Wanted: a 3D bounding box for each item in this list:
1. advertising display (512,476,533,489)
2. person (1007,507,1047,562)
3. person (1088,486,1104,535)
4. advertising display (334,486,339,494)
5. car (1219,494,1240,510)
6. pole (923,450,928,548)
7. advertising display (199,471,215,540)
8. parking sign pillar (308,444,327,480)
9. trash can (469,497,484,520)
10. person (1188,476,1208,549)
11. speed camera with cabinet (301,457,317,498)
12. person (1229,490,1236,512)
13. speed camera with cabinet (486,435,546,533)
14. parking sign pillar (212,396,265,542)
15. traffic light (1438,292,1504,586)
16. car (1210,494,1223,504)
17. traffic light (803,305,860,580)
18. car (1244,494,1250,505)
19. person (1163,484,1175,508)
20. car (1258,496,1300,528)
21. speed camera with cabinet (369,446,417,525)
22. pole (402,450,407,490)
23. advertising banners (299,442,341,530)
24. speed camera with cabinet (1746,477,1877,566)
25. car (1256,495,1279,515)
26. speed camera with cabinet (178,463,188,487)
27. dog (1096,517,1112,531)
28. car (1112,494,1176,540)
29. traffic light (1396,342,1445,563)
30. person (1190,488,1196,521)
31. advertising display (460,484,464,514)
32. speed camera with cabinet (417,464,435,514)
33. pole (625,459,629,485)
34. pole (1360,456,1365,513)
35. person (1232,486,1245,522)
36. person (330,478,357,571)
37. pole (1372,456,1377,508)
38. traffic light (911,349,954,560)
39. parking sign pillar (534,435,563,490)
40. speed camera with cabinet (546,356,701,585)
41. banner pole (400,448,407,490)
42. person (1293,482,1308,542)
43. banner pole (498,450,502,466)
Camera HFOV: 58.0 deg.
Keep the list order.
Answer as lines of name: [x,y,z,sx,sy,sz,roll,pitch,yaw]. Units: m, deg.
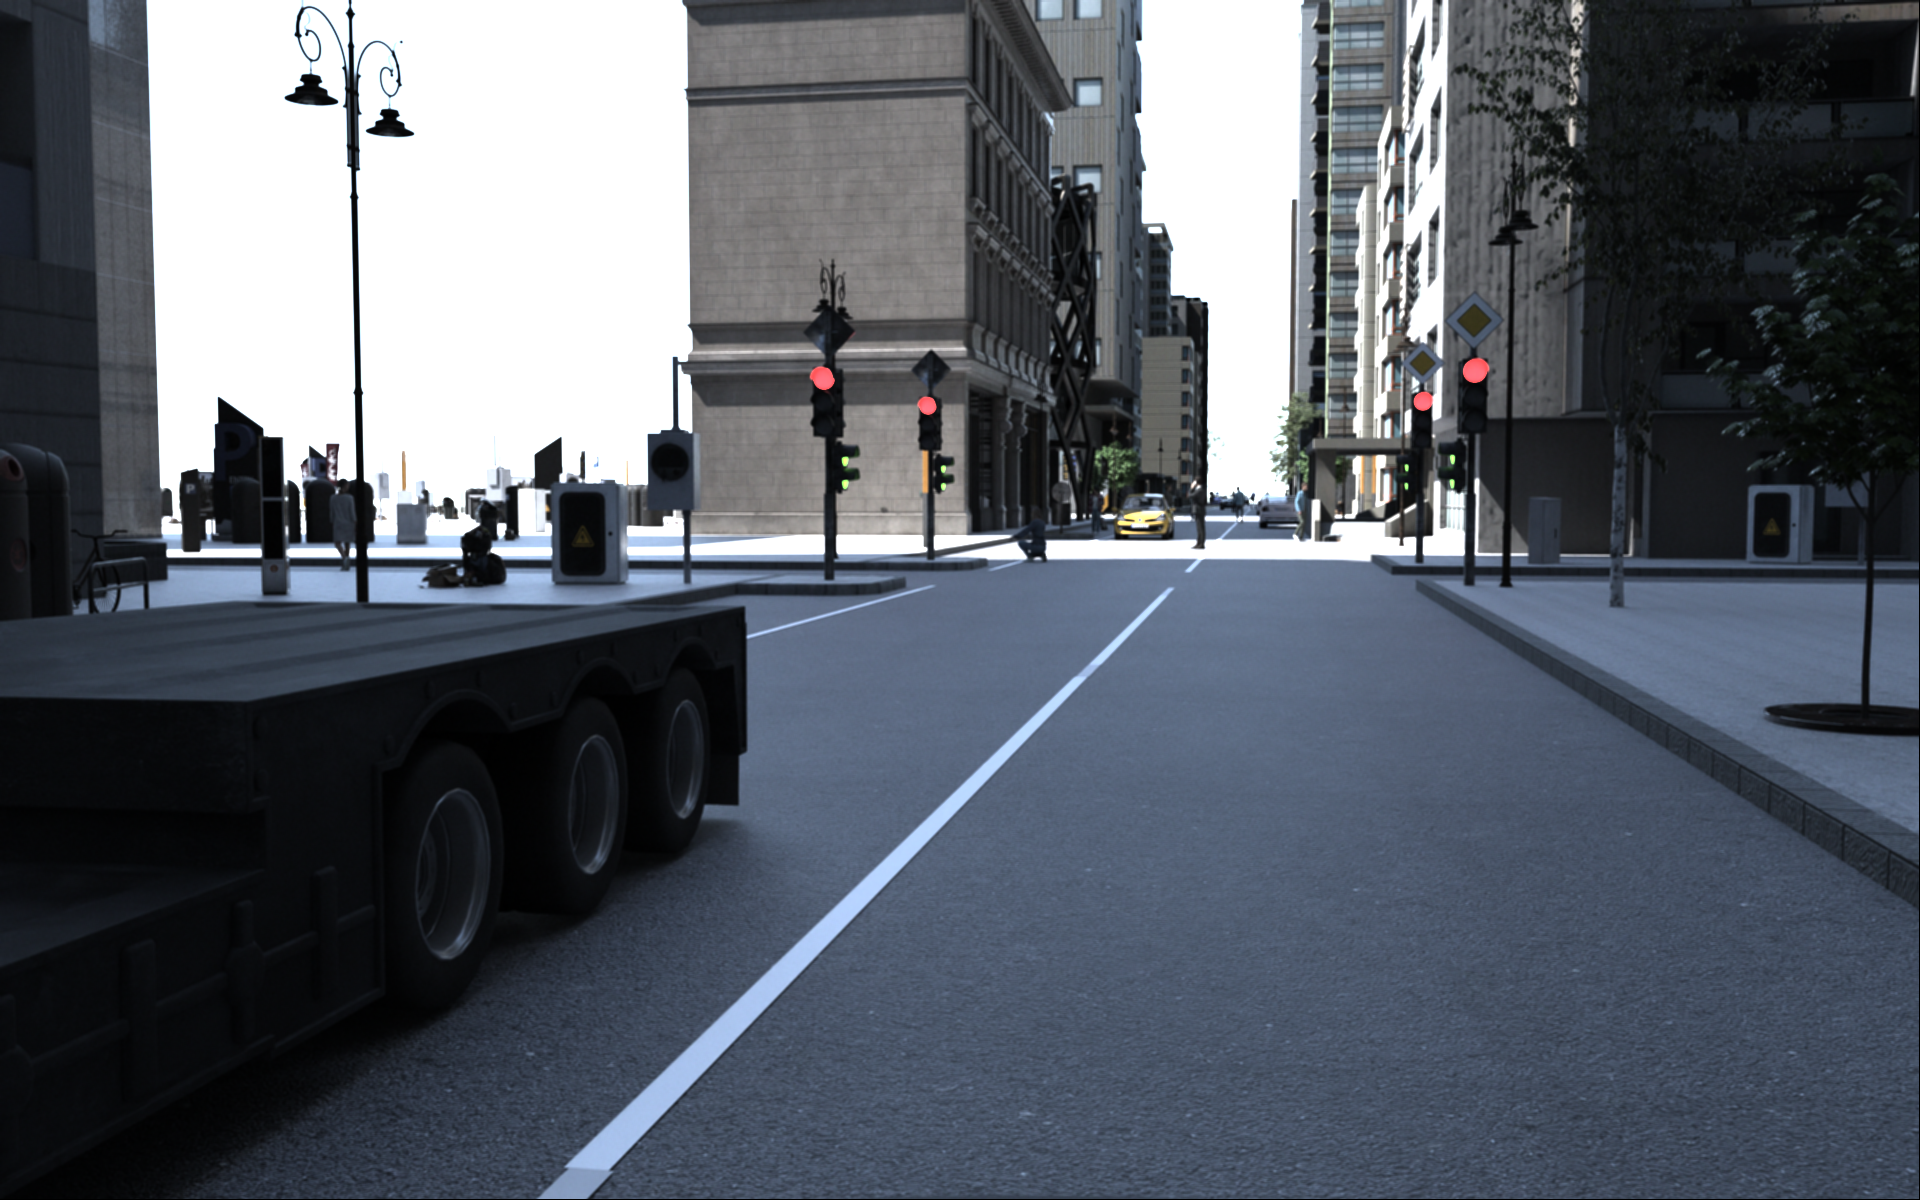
advertising display: [-15.723,-3.474,62.011,0.123,1.923,0.974,3,5,40]
person: [1.452,-1.383,36.610,1.012,1.151,0.738,-3,5,-43]
person: [4.781,-3.144,60.735,0.563,1.720,0.643,1,4,20]
advertising display: [-29.034,-4.597,80.371,0.123,1.923,0.974,0,4,-2]
car: [24.828,-9.135,159.146,2.009,1.686,4.222,1,4,12]
pole: [-0.788,-2.903,41.308,0.158,3.312,0.155,0,3,0]
advertising display: [-21.075,-2.616,47.978,0.123,1.923,0.974,2,4,24]
parking sign pillar: [-34.612,-6.446,93.868,1.447,3.967,1.447,2,4,34]
trash can: [-23.684,-4.475,84.823,0.748,1.137,0.748,0,3,0]
person: [6.177,-2.276,45.070,0.474,1.900,0.648,1,4,17]
speed camera with cabinet: [-35.115,-5.947,91.565,2.038,3.252,0.660,0,4,-4]
person: [21.648,-7.787,136.534,1.217,1.743,0.721,-2,4,-35]
speed camera with cabinet: [-14.751,-3.864,57.515,2.038,3.252,0.660,2,4,24]
parking sign pillar: [-19.709,-3.602,47.366,1.447,3.967,1.447,0,4,8]
traffic light: [7.135,-2.159,24.223,0.839,4.253,0.868,1,4,10]
car: [34.045,-13.434,229.236,1.945,1.707,3.694,1,4,12]
traffic light: [-1.939,-2.256,25.800,0.839,4.253,0.868,1,4,10]
car: [36.131,-12.930,221.184,2.009,1.686,4.222,1,4,11]
person: [6.969,-2.977,57.719,0.362,1.759,0.519,-1,4,-17]
car: [13.803,-3.781,74.188,2.083,1.381,4.827,1,4,11]
speed camera with cabinet: [-23.807,-4.779,72.474,0.660,3.252,2.038,2,4,24]
pole: [-25.645,-5.267,79.951,0.158,3.312,0.155,0,3,0]
advertising banners: [-22.010,-3.827,58.754,2.074,3.025,0.090,0,4,1]
speed camera with cabinet: [15.443,-2.268,31.418,0.660,3.252,2.038,-3,5,-42]
car: [21.435,-6.546,119.381,2.083,1.381,4.827,1,4,12]
speed camera with cabinet: [-49.743,-7.188,111.854,0.660,3.252,2.038,0,4,1]
dog: [5.640,-3.144,68.238,0.800,0.831,0.513,2,4,33]
car: [5.889,-2.750,55.184,2.015,1.641,3.980,1,4,10]
traffic light: [8.521,-2.640,32.088,0.839,4.253,0.868,1,4,10]
person: [12.489,-5.029,91.209,0.782,1.767,0.515,-1,4,-11]
advertising display: [-32.291,-6.546,112.246,0.123,1.923,0.974,-1,4,-22]
speed camera with cabinet: [-35.099,-7.286,113.455,0.660,3.252,2.038,0,4,4]
pole: [-19.459,-6.573,101.315,0.158,3.312,0.155,0,3,0]
pole: [21.489,-6.033,92.482,0.158,3.312,0.155,0,3,0]
person: [14.144,-4.862,87.861,0.638,1.841,0.748,0,4,8]
person: [-11.278,-1.377,31.763,0.466,1.731,0.760,-3,4,-36]
pole: [18.725,-5.165,78.290,0.158,3.312,0.155,0,3,0]
traffic light: [-0.554,-2.737,33.665,0.839,4.253,0.868,1,4,10]
parking sign pillar: [-18.719,-5.527,78.832,1.447,3.967,1.447,-1,4,-9]
speed camera with cabinet: [-4.765,-1.857,24.692,2.038,3.252,0.660,0,4,2]
banner pole: [-30.412,-6.403,94.703,0.401,3.779,0.863,-3,5,-44]
person: [10.203,-2.625,51.765,0.601,1.785,0.444,-3,5,-39]
banner pole: [-25.998,-6.603,97.976,0.401,3.779,0.863,0,4,-3]
